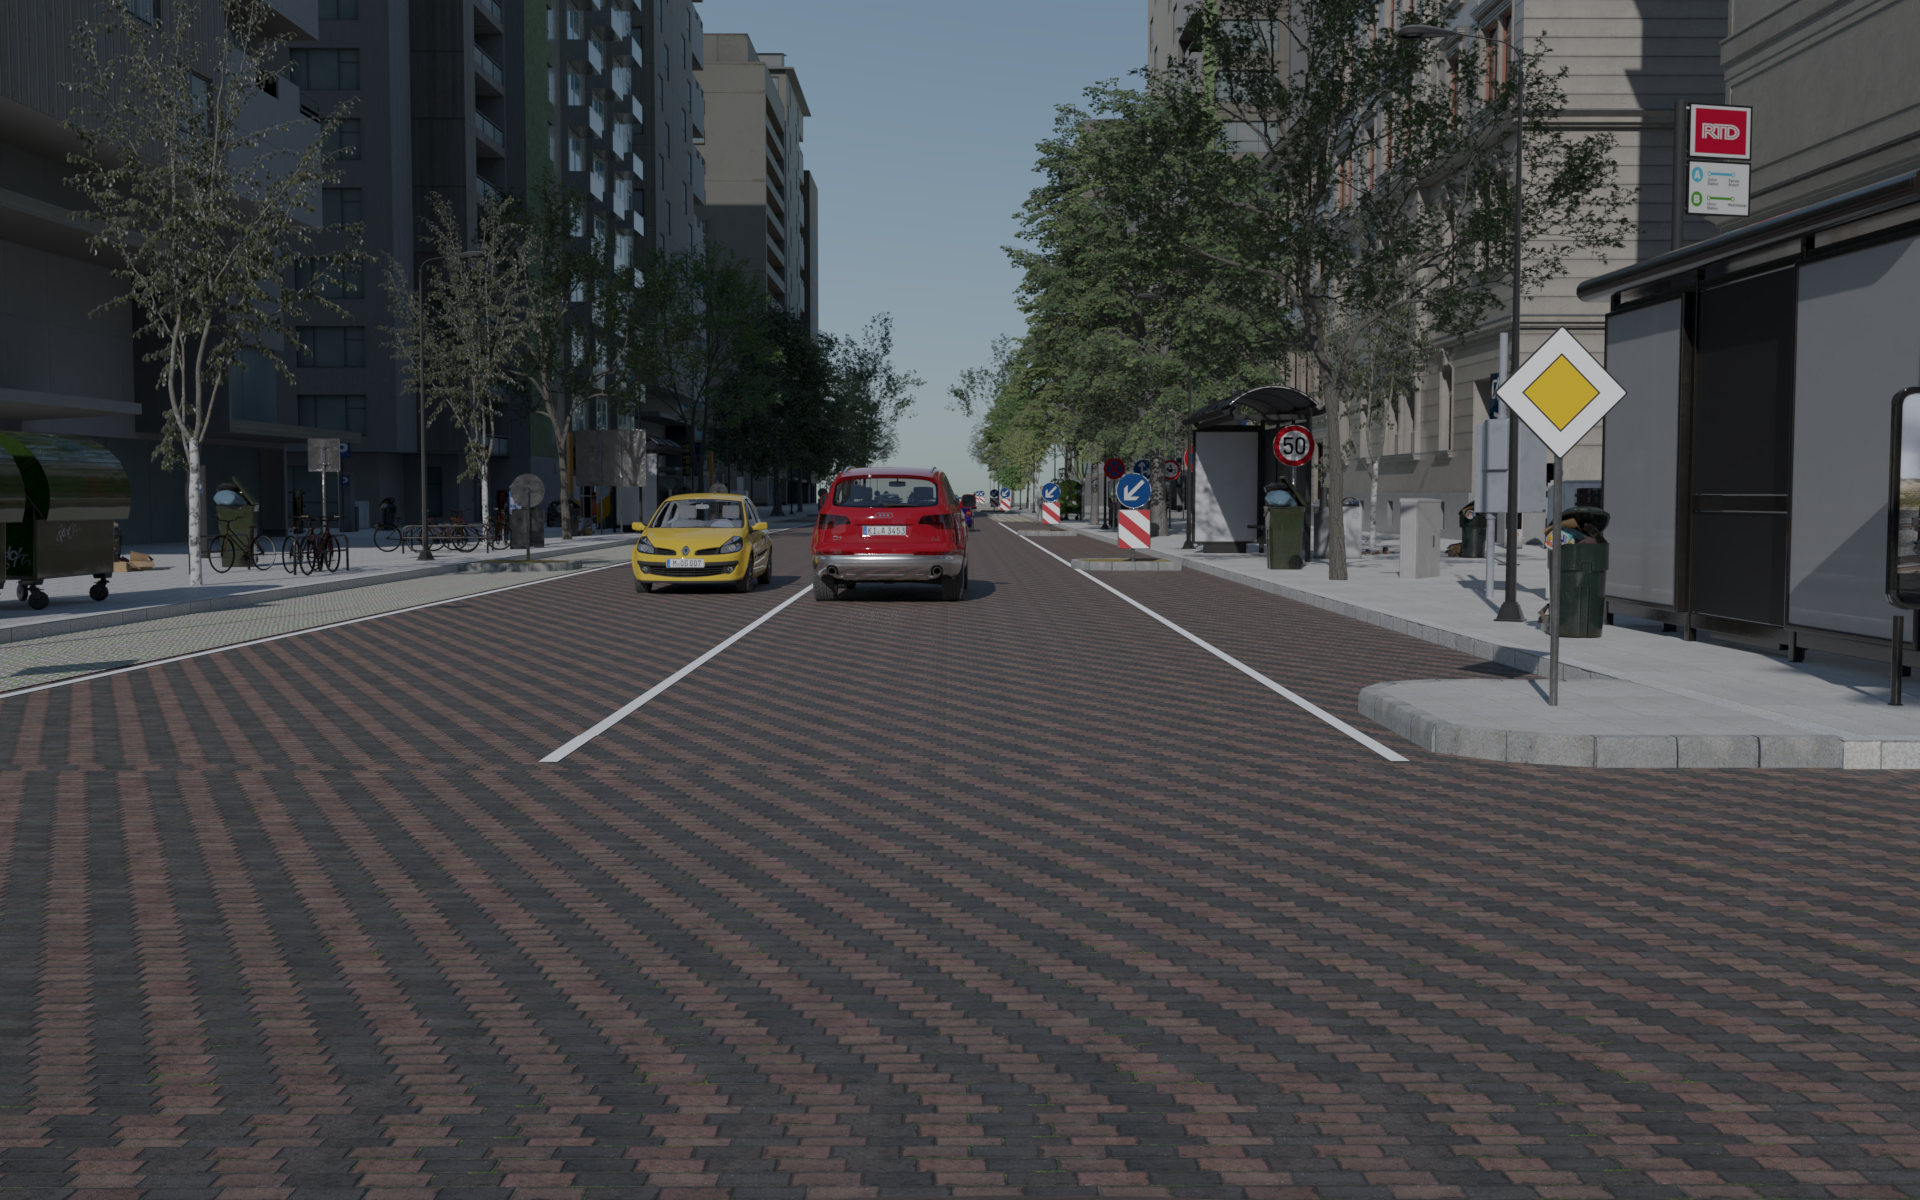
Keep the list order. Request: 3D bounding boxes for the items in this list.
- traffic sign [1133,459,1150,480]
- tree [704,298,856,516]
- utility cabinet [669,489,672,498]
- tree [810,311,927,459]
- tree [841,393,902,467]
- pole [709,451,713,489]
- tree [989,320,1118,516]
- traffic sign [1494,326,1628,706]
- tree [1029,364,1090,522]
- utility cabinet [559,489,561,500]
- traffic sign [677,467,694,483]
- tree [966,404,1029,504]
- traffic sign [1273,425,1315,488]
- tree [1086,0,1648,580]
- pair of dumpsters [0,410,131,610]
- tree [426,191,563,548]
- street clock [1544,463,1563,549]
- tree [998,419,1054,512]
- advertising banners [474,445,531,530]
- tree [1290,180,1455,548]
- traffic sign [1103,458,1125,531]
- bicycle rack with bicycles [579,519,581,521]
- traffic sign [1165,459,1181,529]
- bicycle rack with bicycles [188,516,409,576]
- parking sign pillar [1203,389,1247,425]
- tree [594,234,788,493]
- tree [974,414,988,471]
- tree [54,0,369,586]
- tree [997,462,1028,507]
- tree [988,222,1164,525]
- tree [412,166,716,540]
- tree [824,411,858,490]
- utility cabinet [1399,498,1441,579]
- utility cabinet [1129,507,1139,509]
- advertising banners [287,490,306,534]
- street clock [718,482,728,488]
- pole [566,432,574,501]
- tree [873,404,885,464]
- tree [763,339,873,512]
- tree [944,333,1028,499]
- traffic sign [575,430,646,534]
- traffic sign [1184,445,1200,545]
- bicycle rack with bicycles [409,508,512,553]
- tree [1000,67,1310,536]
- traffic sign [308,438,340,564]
[{"bbox_3d":[6.745,-3.889,63.697,0.768,2.556,0.104,0,4,2],"label":"traffic sign"},{"bbox_3d":[-10.827,-11.264,101.180,9.611,12.733,9.660,0,3,0],"label":"tree"},{"bbox_3d":[-12.875,-4.356,79.898,1.173,1.500,0.318,2,4,30],"label":"utility cabinet"},{"bbox_3d":[-9.821,-19.747,178.745,12.611,20.169,13.585,0,3,0],"label":"tree"},{"bbox_3d":[-11.282,-17.978,204.314,12.009,13.543,11.850,0,3,0],"label":"tree"},{"bbox_3d":[-11.833,-5.413,82.339,0.158,3.312,0.155,0,3,0],"label":"pole"},{"bbox_3d":[6.235,-10.616,99.333,9.928,11.665,9.643,0,3,0],"label":"tree"},{"bbox_3d":[3.594,-0.415,10.435,0.795,2.450,0.064,0,4,0],"label":"traffic sign"},{"bbox_3d":[5.536,-7.916,79.793,4.360,8.622,3.978,0,3,0],"label":"tree"},{"bbox_3d":[-19.292,-4.559,83.215,1.173,1.500,0.318,0,4,3],"label":"utility cabinet"},{"bbox_3d":[-12.421,-4.784,78.328,0.768,2.556,0.104,0,4,3],"label":"traffic sign"},{"bbox_3d":[5.176,-19.510,229.361,12.009,13.543,11.850,0,3,0],"label":"tree"},{"bbox_3d":[6.155,-1.948,31.961,0.768,2.556,0.104,1,4,8],"label":"traffic sign"},{"bbox_3d":[5.769,-5.596,25.905,8.767,10.594,7.601,1,4,15],"label":"tree"},{"bbox_3d":[-10.686,-0.987,18.628,1.574,2.255,4.437,0,4,0],"label":"pair of dumpsters"},{"bbox_3d":[-11.606,-5.559,41.255,4.360,8.622,3.978,0,3,0],"label":"tree"},{"bbox_3d":[13.729,-2.182,40.241,0.358,2.002,0.471,-3,4,-36],"label":"street clock"},{"bbox_3d":[5.675,-11.986,146.331,4.737,8.622,4.395,0,3,0],"label":"tree"},{"bbox_3d":[-16.377,-4.036,62.176,2.074,3.025,0.090,0,4,-5],"label":"advertising banners"},{"bbox_3d":[9.876,-5.563,41.316,4.360,8.622,3.978,0,3,0],"label":"tree"},{"bbox_3d":[5.393,-3.701,60.615,0.768,2.556,0.104,0,3,0],"label":"traffic sign"},{"bbox_3d":[-18.902,-4.079,80.073,2.925,0.926,2.852,0,4,-5],"label":"bicycle rack with bicycles"},{"bbox_3d":[7.719,-3.888,63.671,0.768,2.556,0.104,0,3,0],"label":"traffic sign"},{"bbox_3d":[-11.125,-0.923,28.470,2.852,0.926,2.925,1,4,8],"label":"bicycle rack with bicycles"},{"bbox_3d":[6.878,-3.476,45.298,1.447,3.967,1.447,-3,5,-40],"label":"parking sign pillar"},{"bbox_3d":[-10.770,-8.869,70.771,9.928,11.665,9.643,0,3,0],"label":"tree"},{"bbox_3d":[5.274,-16.349,185.437,7.486,12.596,7.792,0,3,0],"label":"tree"},{"bbox_3d":[-10.586,-4.518,24.234,4.360,8.622,3.978,0,3,0],"label":"tree"},{"bbox_3d":[5.436,-11.575,172.963,4.285,4.588,4.351,0,3,0],"label":"tree"},{"bbox_3d":[5.411,-9.373,71.367,7.486,12.596,7.792,0,3,0],"label":"tree"},{"bbox_3d":[-11.123,-6.997,48.807,8.767,10.594,7.601,-1,4,-14],"label":"tree"},{"bbox_3d":[-10.741,-11.955,145.826,4.360,8.622,3.978,0,3,0],"label":"tree"},{"bbox_3d":[7.081,-0.945,26.616,0.306,1.237,1.020,2,4,35],"label":"utility cabinet"},{"bbox_3d":[6.152,-2.862,57.962,1.020,1.237,0.306,-2,4,-28],"label":"utility cabinet"},{"bbox_3d":[-21.440,-3.585,54.806,0.090,3.025,2.074,1,4,17],"label":"advertising banners"},{"bbox_3d":[-11.430,-4.834,83.613,0.471,2.002,0.358,0,4,-6],"label":"street clock"},{"bbox_3d":[-12.882,-3.876,57.223,0.158,3.312,0.155,0,3,0],"label":"pole"},{"bbox_3d":[-10.523,-14.922,162.093,7.486,12.596,7.792,0,3,0],"label":"tree"},{"bbox_3d":[-11.083,-12.604,124.198,7.486,12.596,7.792,0,3,0],"label":"tree"},{"bbox_3d":[4.330,-21.440,206.436,12.611,20.169,13.585,0,3,0],"label":"tree"},{"bbox_3d":[-11.054,-3.730,54.853,2.265,3.308,0.079,0,4,4],"label":"traffic sign"},{"bbox_3d":[5.976,-2.645,43.344,0.768,2.556,0.104,0,4,1],"label":"traffic sign"},{"bbox_3d":[-11.458,-1.524,38.303,2.925,0.926,2.852,-1,4,-10],"label":"bicycle rack with bicycles"},{"bbox_3d":[6.108,-8.910,52.337,9.857,13.997,8.962,0,3,0],"label":"tree"},{"bbox_3d":[-11.680,-1.816,31.817,0.606,2.300,0.079,0,4,7],"label":"traffic sign"}]
